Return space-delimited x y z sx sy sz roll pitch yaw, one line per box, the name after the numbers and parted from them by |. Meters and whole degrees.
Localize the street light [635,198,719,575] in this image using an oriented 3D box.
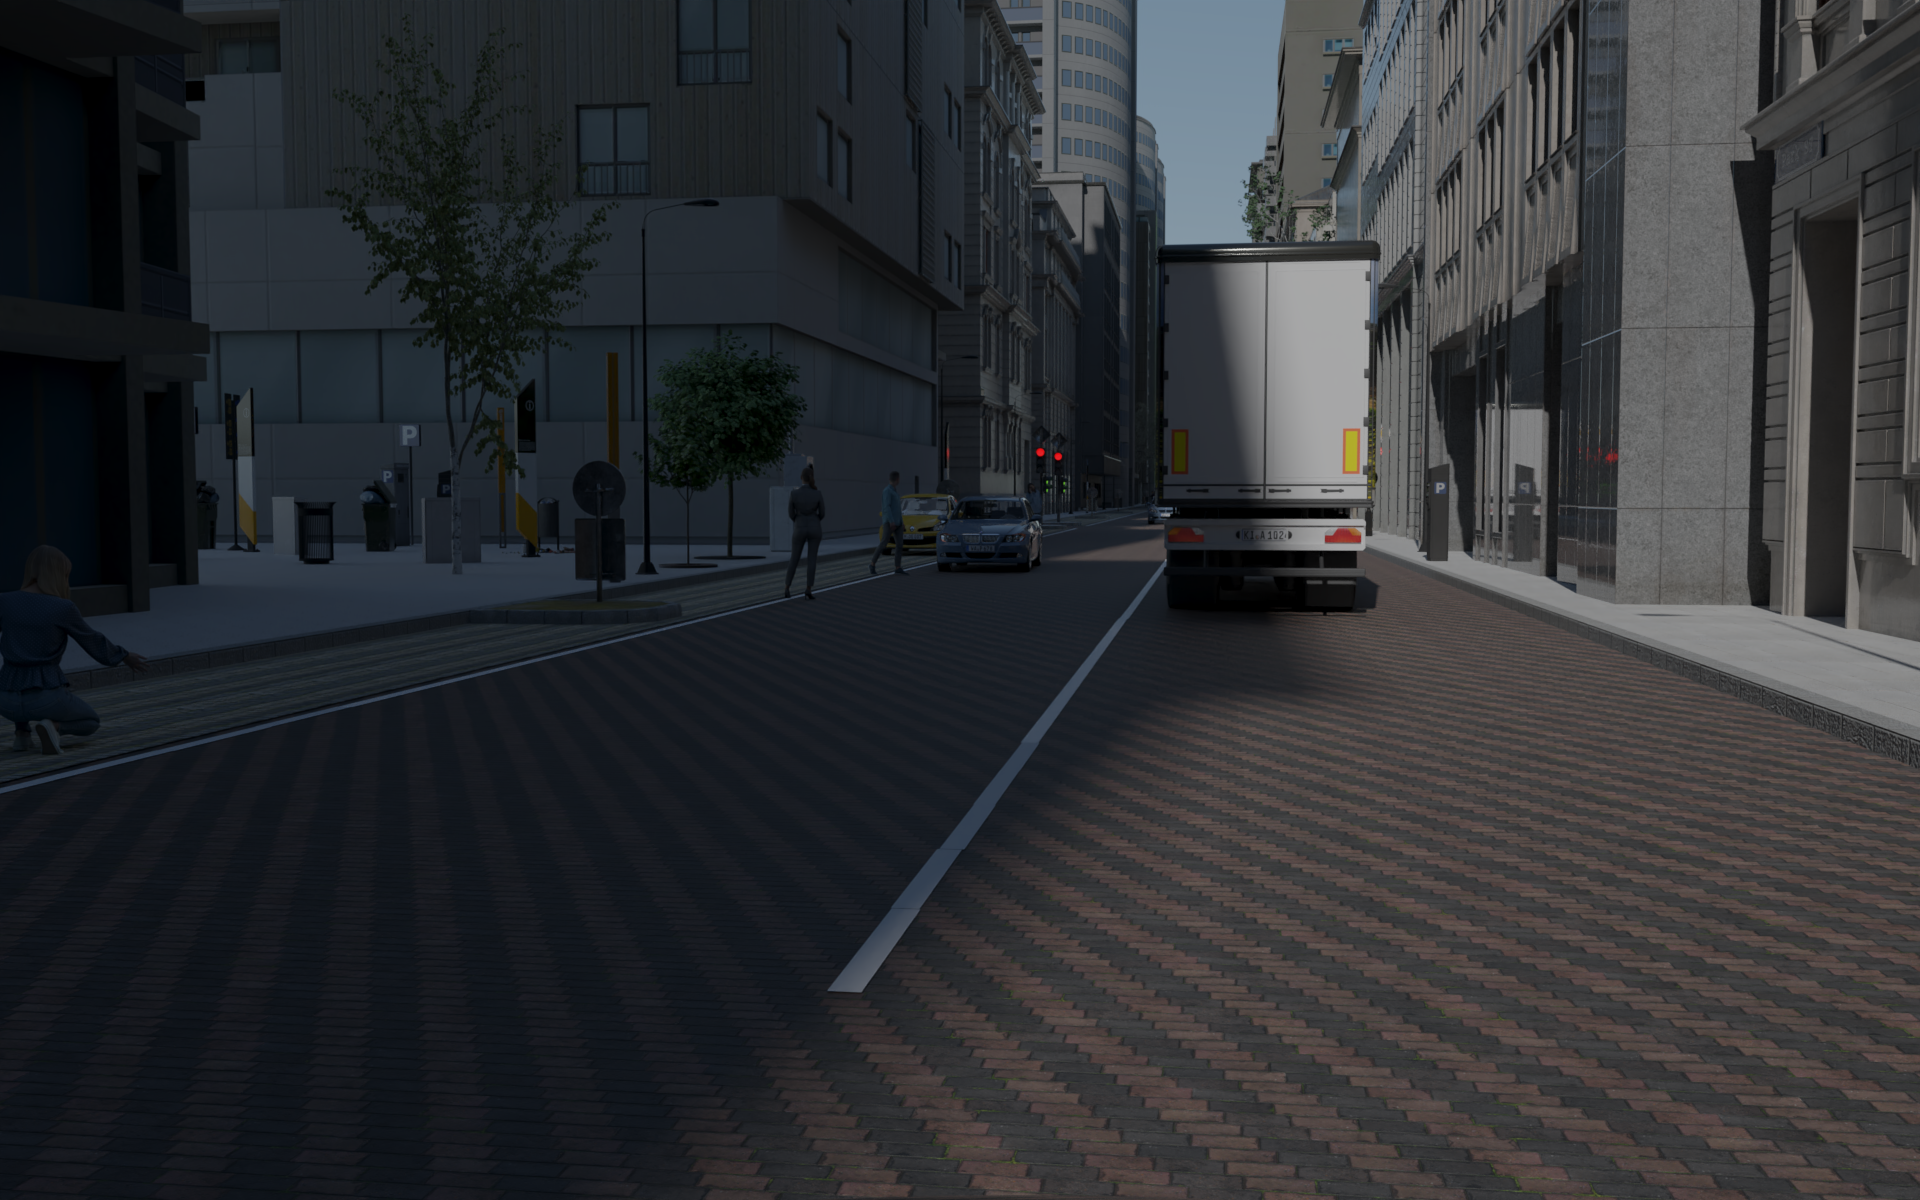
-4.470 -3.357 27.431 1.470 5.913 1.316 1 4 8 | street light

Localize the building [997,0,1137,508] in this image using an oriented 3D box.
5.872 -38.273 167.762 21.231 58.520 28.212 1 4 8 | building

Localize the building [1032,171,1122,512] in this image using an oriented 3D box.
5.172 -21.116 138.758 14.314 27.812 24.014 1 4 8 | building

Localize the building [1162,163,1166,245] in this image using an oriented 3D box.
23.613 -45.915 292.710 21.231 58.520 28.212 1 4 8 | building

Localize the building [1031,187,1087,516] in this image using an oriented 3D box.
0.870 -16.706 114.948 13.314 21.916 24.055 1 4 8 | building

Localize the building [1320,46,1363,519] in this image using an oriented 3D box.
32.675 -15.194 81.712 30.059 22.955 16.112 1 4 8 | building

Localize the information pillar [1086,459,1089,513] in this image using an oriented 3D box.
8.569 -7.660 116.595 0.183 3.616 0.504 0 4 0 | information pillar

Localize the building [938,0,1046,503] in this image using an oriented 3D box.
-3.496 -18.553 90.723 14.401 28.519 23.554 1 4 8 | building

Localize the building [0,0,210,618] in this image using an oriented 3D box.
-19.623 -21.787 10.838 22.147 44.769 28.867 1 4 8 | building

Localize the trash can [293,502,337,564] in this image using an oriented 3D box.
-11.820 -1.231 31.783 0.748 1.137 0.748 0 3 0 | trash can

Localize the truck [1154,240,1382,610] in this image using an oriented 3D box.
4.275 -2.198 24.850 2.839 4.237 11.283 1 4 9 | truck

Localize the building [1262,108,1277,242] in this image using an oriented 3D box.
47.880 -36.063 209.232 23.786 49.044 30.456 1 4 8 | building

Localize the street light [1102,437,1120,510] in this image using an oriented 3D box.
12.342 -10.340 141.593 1.470 5.913 1.316 1 4 8 | street light

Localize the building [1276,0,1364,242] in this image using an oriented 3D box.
40.760 -32.950 162.436 21.300 48.544 21.600 1 4 8 | building

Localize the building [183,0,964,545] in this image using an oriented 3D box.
-14.600 -28.624 57.239 27.495 52.752 28.713 1 4 8 | building

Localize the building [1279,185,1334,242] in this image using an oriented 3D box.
31.897 -20.838 137.969 12.463 27.353 25.104 1 4 8 | building

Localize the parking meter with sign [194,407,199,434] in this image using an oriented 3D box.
-15.733 -2.302 33.895 0.543 3.016 1.738 1 4 19 | parking meter with sign

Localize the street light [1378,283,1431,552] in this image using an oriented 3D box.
9.766 -4.018 38.240 1.470 5.913 1.316 1 4 8 | street light

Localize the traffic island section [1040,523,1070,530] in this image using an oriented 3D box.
3.294 -2.976 70.945 2.009 0.180 2.903 1 4 8 | traffic island section

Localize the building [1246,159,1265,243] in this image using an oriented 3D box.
58.583 -41.305 264.574 28.713 52.752 27.495 1 4 8 | building

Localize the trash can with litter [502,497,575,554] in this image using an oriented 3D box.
-8.666 -1.620 37.550 2.233 1.210 1.678 1 4 23 | trash can with litter

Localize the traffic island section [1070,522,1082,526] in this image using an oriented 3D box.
4.466 -3.460 78.844 2.009 0.180 2.903 1 4 8 | traffic island section

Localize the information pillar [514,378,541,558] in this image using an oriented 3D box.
-8.760 -2.669 34.998 0.183 3.616 0.504 3 4 36 | information pillar

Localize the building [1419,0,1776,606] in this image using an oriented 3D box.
15.009 -12.861 28.302 12.078 24.808 19.932 1 4 8 | building

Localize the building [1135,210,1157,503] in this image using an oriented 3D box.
20.310 -34.249 243.572 14.154 41.232 14.086 1 4 8 | building

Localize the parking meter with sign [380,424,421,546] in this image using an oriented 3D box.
-13.944 -2.837 42.646 0.543 3.016 1.738 1 4 12 | parking meter with sign

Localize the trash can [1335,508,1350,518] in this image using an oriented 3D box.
14.577 -3.327 66.043 0.748 1.137 0.748 0 3 0 | trash can

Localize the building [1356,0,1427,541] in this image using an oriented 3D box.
18.998 -16.849 52.975 11.434 29.767 29.804 1 4 8 | building

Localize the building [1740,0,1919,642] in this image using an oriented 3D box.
12.383 -10.512 8.030 11.583 22.565 21.152 1 4 8 | building

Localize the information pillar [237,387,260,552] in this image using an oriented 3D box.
-15.743 -2.868 38.252 0.504 3.616 0.183 2 4 31 | information pillar

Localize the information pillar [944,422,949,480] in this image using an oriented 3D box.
-0.426 -3.957 56.052 0.183 3.616 0.504 0 4 7 | information pillar

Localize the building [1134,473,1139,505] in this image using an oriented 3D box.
11.649 -47.321 211.950 20.563 71.187 20.611 1 4 8 | building

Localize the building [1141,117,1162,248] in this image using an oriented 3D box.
19.090 -44.215 264.912 21.231 58.520 28.212 1 4 8 | building

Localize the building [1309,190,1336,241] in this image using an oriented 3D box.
27.794 -16.054 117.240 10.420 20.320 16.860 1 4 8 | building

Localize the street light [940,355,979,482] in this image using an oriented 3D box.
-0.076 -5.235 58.139 1.470 5.913 1.316 1 4 8 | street light
